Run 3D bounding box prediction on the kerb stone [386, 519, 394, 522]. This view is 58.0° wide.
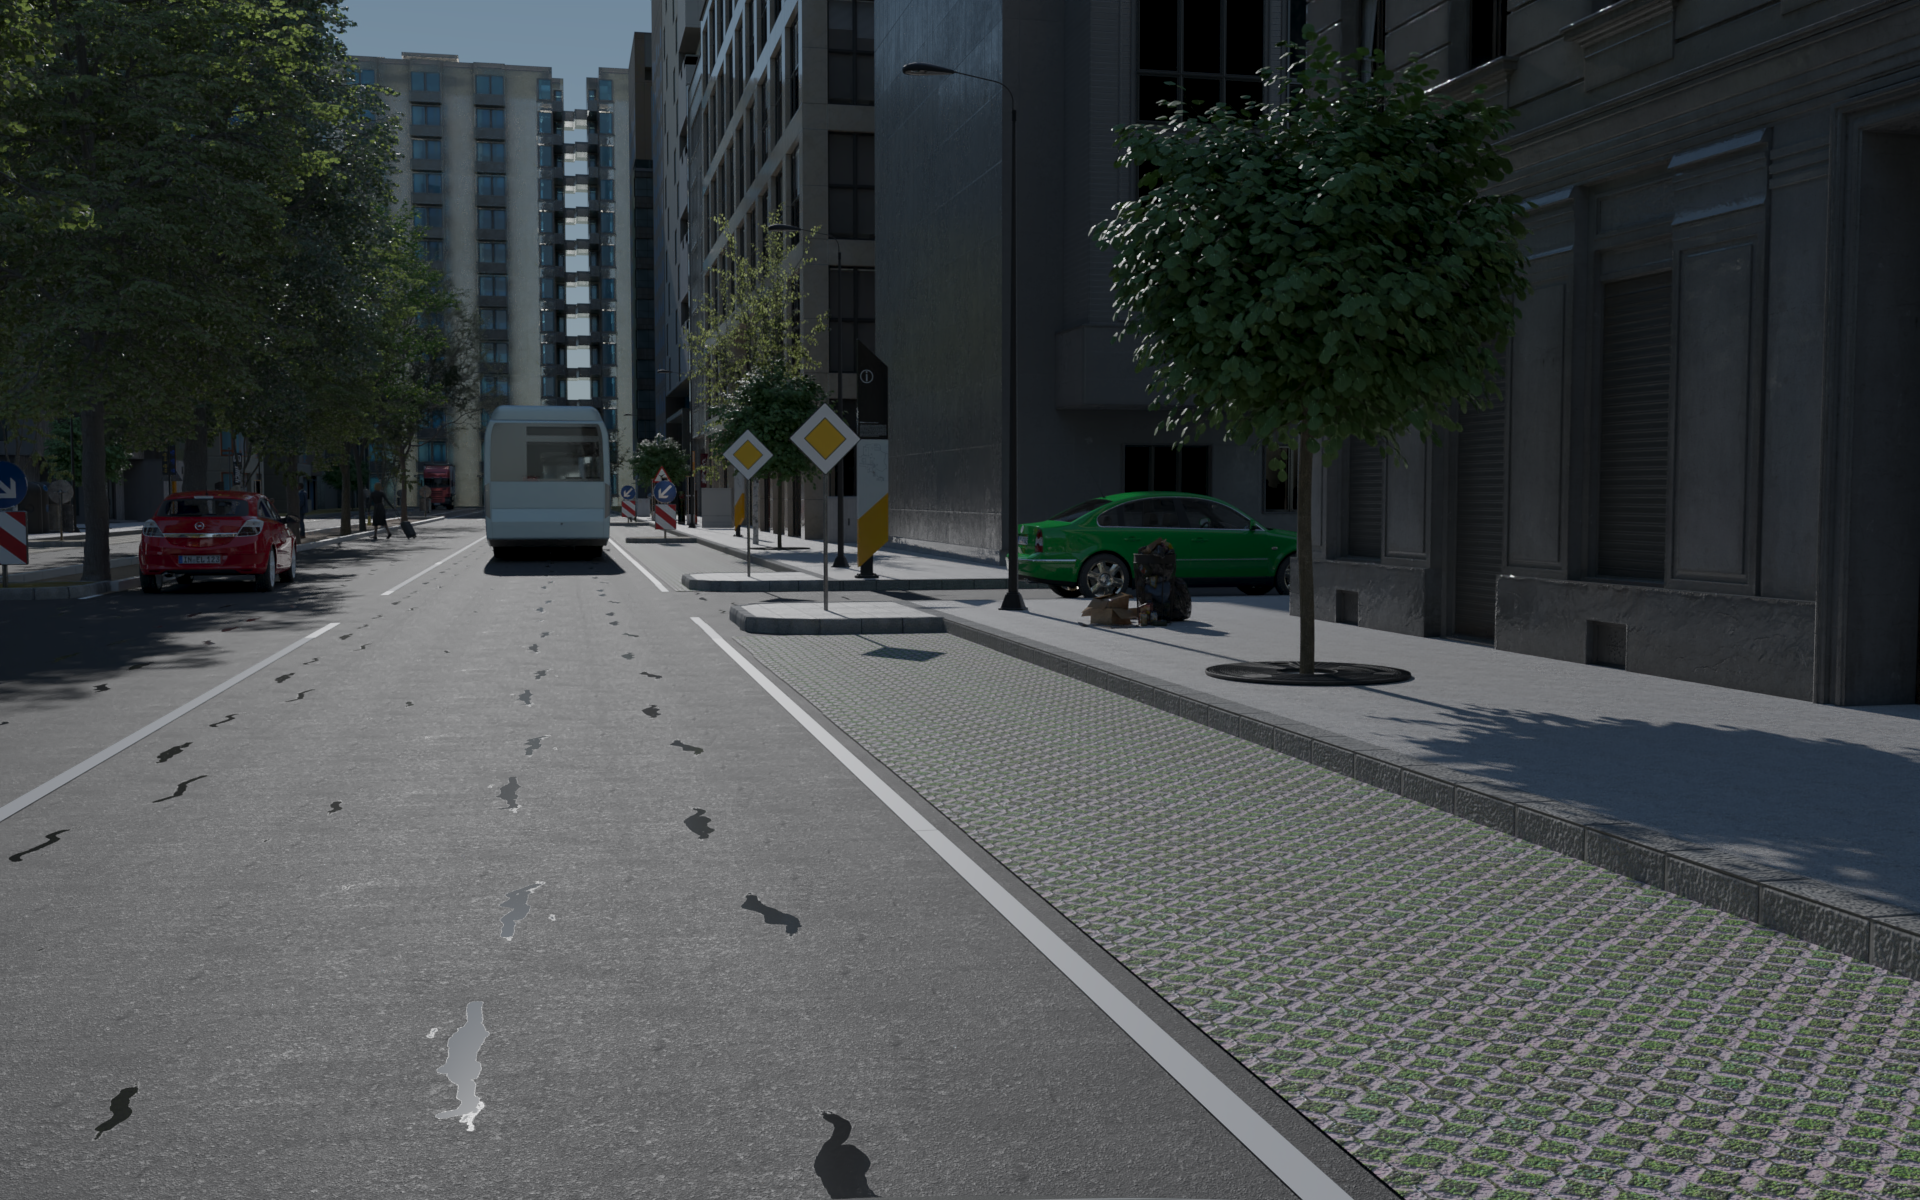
[{"bbox_3d":[-29.101,-4.045,88.325,0.120,0.150,1.000,-1,4,-13],"label":"kerb stone"}]

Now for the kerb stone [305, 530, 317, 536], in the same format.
[{"bbox_3d":[-22.636,-2.326,60.349,0.120,0.150,1.000,-1,4,-13],"label":"kerb stone"}]

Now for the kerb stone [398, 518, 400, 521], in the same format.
[{"bbox_3d":[-29.777,-4.219,91.324,0.120,0.150,1.000,-1,4,-13],"label":"kerb stone"}]

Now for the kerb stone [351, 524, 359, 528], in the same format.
[{"bbox_3d":[-25.641,-3.129,73.347,0.120,0.150,1.000,-1,4,-13],"label":"kerb stone"}]

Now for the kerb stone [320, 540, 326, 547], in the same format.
[{"bbox_3d":[-17.353,-1.495,46.833,0.120,0.150,1.000,-1,4,-13],"label":"kerb stone"}]

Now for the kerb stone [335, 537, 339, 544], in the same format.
[{"bbox_3d":[-18.059,-1.691,49.838,0.120,0.150,1.000,-1,4,-13],"label":"kerb stone"}]

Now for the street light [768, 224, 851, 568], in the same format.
[{"bbox_3d":[-2.618,-3.519,30.073,1.470,5.913,1.316,-1,4,-13],"label":"street light"}]

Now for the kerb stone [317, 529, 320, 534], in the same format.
[{"bbox_3d":[-22.876,-2.395,61.346,0.120,0.150,1.000,-1,4,-13],"label":"kerb stone"}]

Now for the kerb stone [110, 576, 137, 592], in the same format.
[{"bbox_3d":[-12.503,-0.223,25.852,0.120,0.150,1.000,-1,4,-13],"label":"kerb stone"}]

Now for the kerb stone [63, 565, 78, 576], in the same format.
[{"bbox_3d":[-15.710,-0.500,30.368,0.120,0.150,1.000,-1,4,-13],"label":"kerb stone"}]

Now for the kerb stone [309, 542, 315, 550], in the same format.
[{"bbox_3d":[-16.891,-1.382,44.832,0.120,0.150,1.000,-1,4,-13],"label":"kerb stone"}]

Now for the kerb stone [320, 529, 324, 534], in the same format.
[{"bbox_3d":[-23.100,-2.456,62.347,0.120,0.150,1.000,-1,4,-13],"label":"kerb stone"}]

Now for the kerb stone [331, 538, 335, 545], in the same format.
[{"bbox_3d":[-17.819,-1.626,48.838,0.120,0.150,1.000,-1,4,-13],"label":"kerb stone"}]

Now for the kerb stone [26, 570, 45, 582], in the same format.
[{"bbox_3d":[-15.243,-0.378,28.376,0.120,0.150,1.000,-1,4,-13],"label":"kerb stone"}]

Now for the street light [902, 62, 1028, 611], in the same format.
[{"bbox_3d":[0.062,-2.838,18.936,1.470,5.913,1.316,-1,4,-13],"label":"street light"}]

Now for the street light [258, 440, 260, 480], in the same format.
[{"bbox_3d":[-36.997,-7.358,92.846,1.470,5.913,1.316,-1,4,-13],"label":"street light"}]

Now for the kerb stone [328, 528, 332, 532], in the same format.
[{"bbox_3d":[-23.569,-2.578,64.352,0.120,0.150,1.000,-1,4,-13],"label":"kerb stone"}]

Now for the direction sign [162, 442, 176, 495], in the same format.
[{"bbox_3d":[-32.077,-4.787,70.272,0.876,3.537,0.379,2,4,32],"label":"direction sign"}]

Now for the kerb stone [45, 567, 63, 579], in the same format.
[{"bbox_3d":[-15.470,-0.439,29.374,0.120,0.150,1.000,-1,4,-13],"label":"kerb stone"}]

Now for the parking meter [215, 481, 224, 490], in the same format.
[{"bbox_3d":[-34.373,-4.569,80.410,0.399,1.863,0.255,2,4,29],"label":"parking meter"}]

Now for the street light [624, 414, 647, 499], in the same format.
[{"bbox_3d":[-18.748,-7.817,100.351,1.470,5.913,1.316,-1,4,-13],"label":"street light"}]

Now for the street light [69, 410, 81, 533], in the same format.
[{"bbox_3d":[-28.810,-5.187,57.349,1.470,5.913,1.316,-1,4,-13],"label":"street light"}]

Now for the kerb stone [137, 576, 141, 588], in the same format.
[{"bbox_3d":[-12.735,-0.285,26.847,0.120,0.150,1.000,-1,4,-13],"label":"kerb stone"}]

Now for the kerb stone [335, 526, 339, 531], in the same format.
[{"bbox_3d":[-24.019,-2.701,66.351,0.120,0.150,1.000,-1,4,-13],"label":"kerb stone"}]

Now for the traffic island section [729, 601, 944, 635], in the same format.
[{"bbox_3d":[-1.461,0.193,19.129,2.009,0.180,2.903,-1,4,-13],"label":"traffic island section"}]

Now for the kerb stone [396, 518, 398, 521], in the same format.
[{"bbox_3d":[-29.568,-4.167,90.323,0.120,0.150,1.000,-1,4,-13],"label":"kerb stone"}]

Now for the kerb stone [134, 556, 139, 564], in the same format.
[{"bbox_3d":[-16.853,-0.804,35.361,0.120,0.150,1.000,-1,4,-13],"label":"kerb stone"}]

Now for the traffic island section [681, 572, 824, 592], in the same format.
[{"bbox_3d":[-3.260,-0.283,26.909,2.009,0.180,2.903,-1,4,-13],"label":"traffic island section"}]

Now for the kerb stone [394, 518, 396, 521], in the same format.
[{"bbox_3d":[-29.330,-4.106,89.323,0.120,0.150,1.000,-1,4,-13],"label":"kerb stone"}]

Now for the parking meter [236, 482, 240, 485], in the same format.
[{"bbox_3d":[-35.506,-4.874,85.401,0.255,1.863,0.399,0,4,-5],"label":"parking meter"}]

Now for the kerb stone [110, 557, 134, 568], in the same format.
[{"bbox_3d":[-16.628,-0.744,34.360,0.120,0.150,1.000,-1,4,-13],"label":"kerb stone"}]

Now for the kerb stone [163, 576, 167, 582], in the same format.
[{"bbox_3d":[-12.966,-0.346,27.846,0.120,0.150,1.000,-1,4,-13],"label":"kerb stone"}]

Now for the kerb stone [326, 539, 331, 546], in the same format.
[{"bbox_3d":[-17.583,-1.568,47.837,0.120,0.150,1.000,-1,4,-13],"label":"kerb stone"}]

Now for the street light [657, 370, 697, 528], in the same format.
[{"bbox_3d":[-10.628,-5.657,65.029,1.470,5.913,1.316,-1,4,-13],"label":"street light"}]

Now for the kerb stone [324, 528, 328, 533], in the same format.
[{"bbox_3d":[-23.335,-2.517,63.349,0.120,0.150,1.000,-1,4,-13],"label":"kerb stone"}]

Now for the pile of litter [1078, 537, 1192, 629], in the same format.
[{"bbox_3d":[1.700,-0.204,17.300,1.176,0.858,1.719,3,5,41],"label":"pile of litter"}]

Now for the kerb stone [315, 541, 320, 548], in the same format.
[{"bbox_3d":[-17.122,-1.445,45.828,0.120,0.150,1.000,-1,4,-13],"label":"kerb stone"}]

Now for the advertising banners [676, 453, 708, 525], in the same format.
[{"bbox_3d":[-11.360,-4.734,73.592,0.090,3.025,2.074,2,4,32],"label":"advertising banners"}]

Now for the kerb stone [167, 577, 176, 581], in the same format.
[{"bbox_3d":[-13.201,-0.406,28.840,0.120,0.150,1.000,-1,4,-13],"label":"kerb stone"}]

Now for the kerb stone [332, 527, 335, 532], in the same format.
[{"bbox_3d":[-23.792,-2.640,65.353,0.120,0.150,1.000,-1,4,-13],"label":"kerb stone"}]

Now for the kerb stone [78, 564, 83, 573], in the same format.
[{"bbox_3d":[-15.935,-0.560,31.365,0.120,0.150,1.000,-1,4,-13],"label":"kerb stone"}]

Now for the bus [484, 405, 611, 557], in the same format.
[{"bbox_3d":[-10.138,-2.915,42.525,2.948,3.499,13.247,-1,4,-13],"label":"bus"}]

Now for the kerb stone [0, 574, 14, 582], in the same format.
[{"bbox_3d":[-15.022,-0.314,27.378,0.120,0.150,1.000,-1,4,-13],"label":"kerb stone"}]

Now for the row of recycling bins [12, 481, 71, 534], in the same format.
[{"bbox_3d":[-30.231,-3.049,56.970,1.069,1.692,3.534,-1,4,-9],"label":"row of recycling bins"}]

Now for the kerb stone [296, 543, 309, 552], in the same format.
[{"bbox_3d":[-16.660,-1.320,43.823,0.120,0.150,1.000,-1,4,-13],"label":"kerb stone"}]
